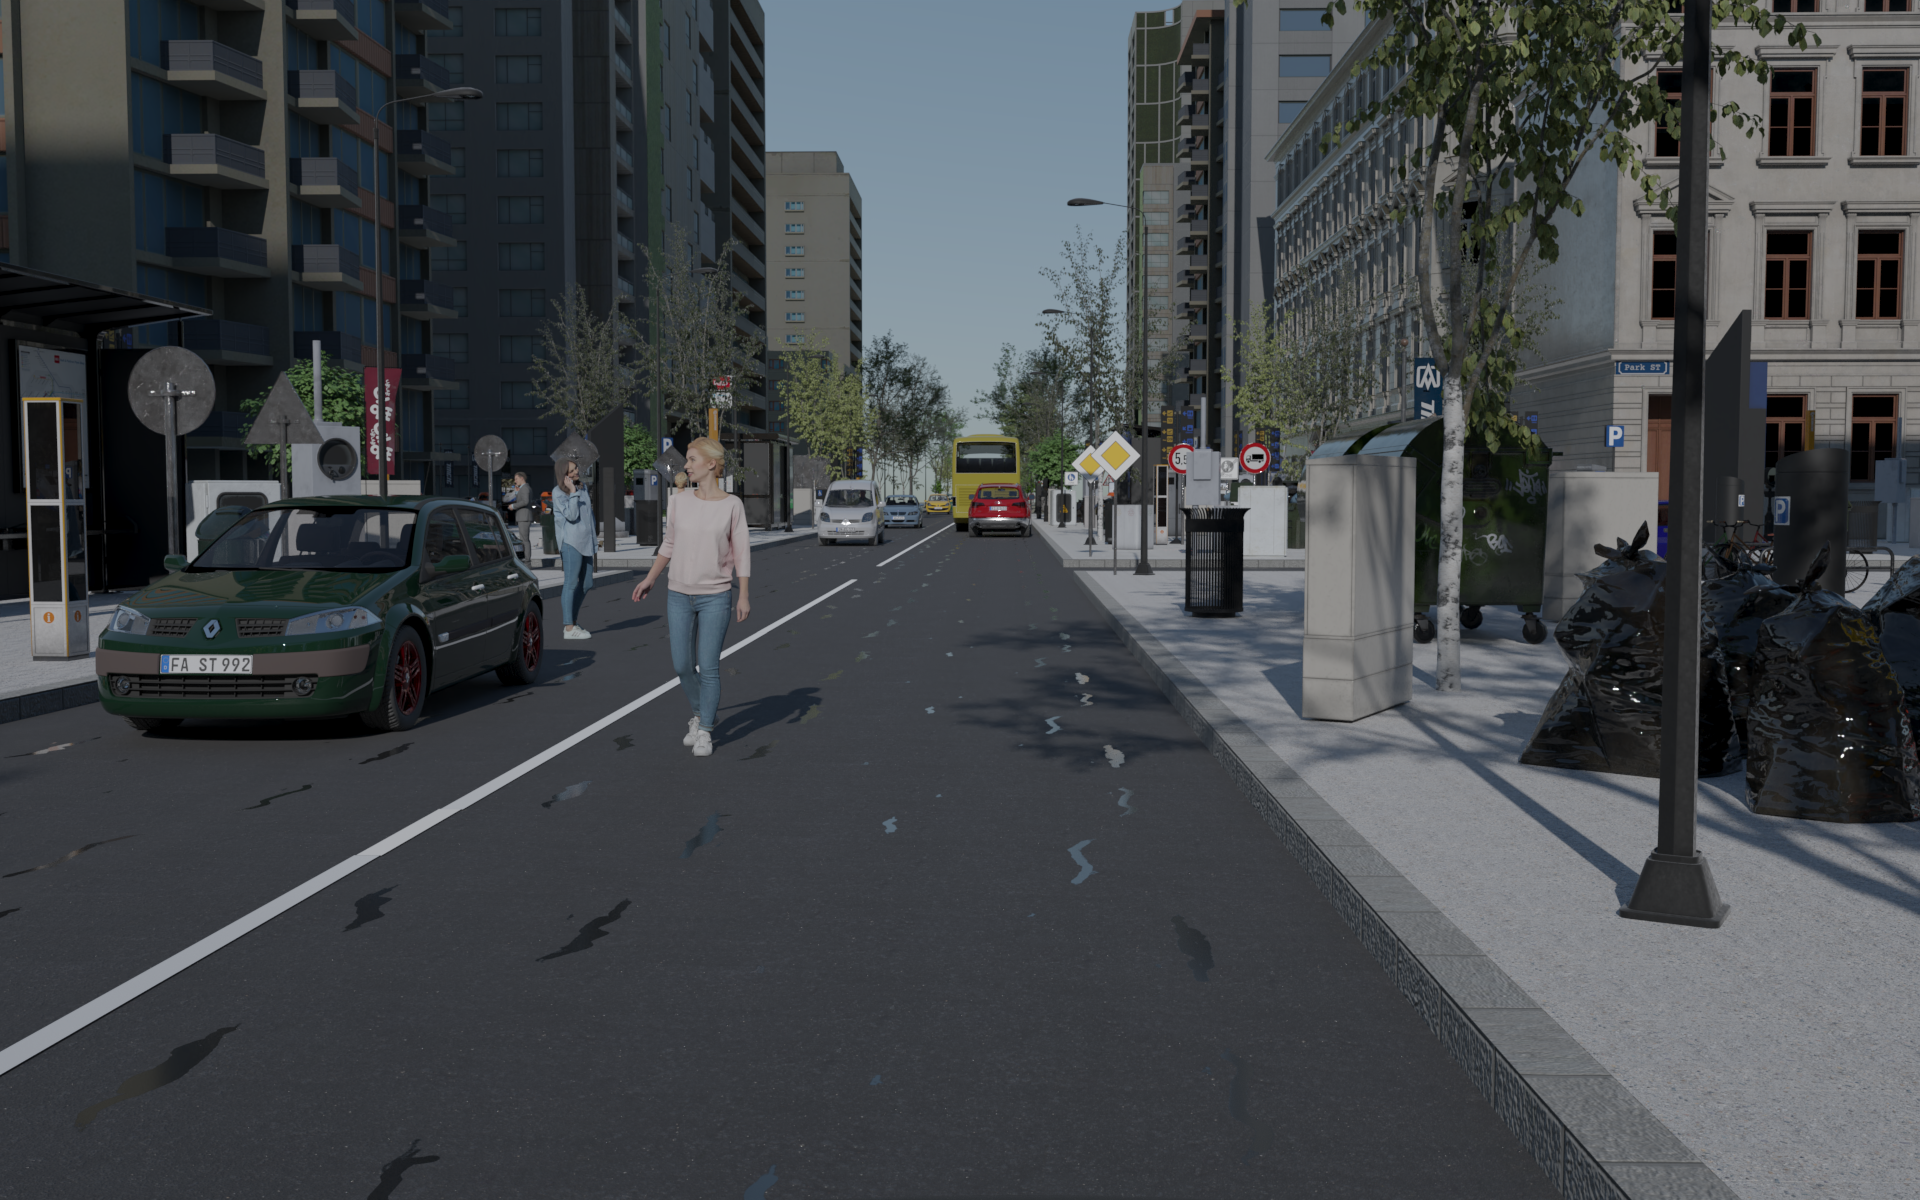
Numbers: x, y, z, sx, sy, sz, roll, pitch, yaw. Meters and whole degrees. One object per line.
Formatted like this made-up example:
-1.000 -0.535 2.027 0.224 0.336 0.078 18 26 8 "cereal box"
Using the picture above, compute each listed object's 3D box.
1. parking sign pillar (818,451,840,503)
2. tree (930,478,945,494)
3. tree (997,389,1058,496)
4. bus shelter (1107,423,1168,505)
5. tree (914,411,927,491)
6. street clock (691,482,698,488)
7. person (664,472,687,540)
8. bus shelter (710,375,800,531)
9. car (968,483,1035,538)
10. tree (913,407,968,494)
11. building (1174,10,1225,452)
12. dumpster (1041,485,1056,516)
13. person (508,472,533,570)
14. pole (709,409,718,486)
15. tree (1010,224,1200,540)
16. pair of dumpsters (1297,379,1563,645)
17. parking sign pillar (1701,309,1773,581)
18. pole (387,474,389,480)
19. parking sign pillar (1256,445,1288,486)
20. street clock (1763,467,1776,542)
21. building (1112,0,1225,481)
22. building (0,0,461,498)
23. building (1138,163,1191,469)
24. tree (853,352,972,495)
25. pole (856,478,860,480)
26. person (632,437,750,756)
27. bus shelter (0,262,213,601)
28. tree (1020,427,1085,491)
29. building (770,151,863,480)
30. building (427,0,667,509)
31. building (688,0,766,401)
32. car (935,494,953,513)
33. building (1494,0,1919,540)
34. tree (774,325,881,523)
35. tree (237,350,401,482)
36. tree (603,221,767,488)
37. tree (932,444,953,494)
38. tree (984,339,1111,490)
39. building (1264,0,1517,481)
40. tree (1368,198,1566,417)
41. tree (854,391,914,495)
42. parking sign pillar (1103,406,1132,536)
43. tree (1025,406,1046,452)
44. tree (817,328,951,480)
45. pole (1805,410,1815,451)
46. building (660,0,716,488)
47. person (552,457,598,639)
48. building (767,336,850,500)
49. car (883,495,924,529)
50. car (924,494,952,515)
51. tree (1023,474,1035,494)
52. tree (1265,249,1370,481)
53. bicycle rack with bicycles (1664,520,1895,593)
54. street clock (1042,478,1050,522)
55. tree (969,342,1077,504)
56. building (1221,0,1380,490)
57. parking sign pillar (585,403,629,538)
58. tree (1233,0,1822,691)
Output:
-8.241 -7.375 109.055 1.447 3.967 1.447 -2 4 -34 "parking sign pillar"
-2.288 -11.831 188.037 1.663 3.219 1.824 0 3 0 "tree"
7.121 -15.857 177.395 7.486 12.596 7.792 0 3 0 "tree"
6.167 -4.213 60.169 1.731 3.624 6.357 0 4 1 "bus shelter"
-4.158 -10.801 126.962 4.360 8.622 3.978 0 3 0 "tree"
-12.778 -4.860 84.027 0.471 2.002 0.358 -1 4 -17 "street clock"
-3.735 -0.931 24.395 0.598 1.740 0.731 3 5 42 "person"
-7.246 -5.094 60.911 2.179 5.291 8.768 0 4 2 "bus shelter"
1.391 -3.060 58.708 2.281 1.827 5.304 0 4 3 "car"
-2.557 -16.943 202.766 9.928 11.665 9.643 0 3 0 "tree"
31.182 -30.726 157.001 22.147 44.769 28.867 0 4 1 "building"
5.028 -5.641 97.984 1.264 1.857 1.865 0 4 1 "dumpster"
-8.311 -1.497 32.778 0.447 1.846 0.655 -1 4 -12 "person"
-5.885 -2.910 41.416 0.158 3.312 0.155 0 3 0 "pole"
4.106 -5.955 47.722 4.360 8.622 3.978 0 3 0 "tree"
4.418 -0.872 16.755 1.574 2.255 4.437 0 4 1 "pair of dumpsters"
11.553 -2.297 26.032 1.447 3.967 1.447 0 4 -5 "parking sign pillar"
-11.950 -2.579 36.007 0.158 3.312 0.155 0 3 0 "pole"
17.625 -6.787 99.437 1.447 3.967 1.447 -2 4 -30 "parking sign pillar"
21.887 -2.584 46.816 0.471 2.002 0.358 -2 4 -24 "street clock"
33.432 -50.067 256.853 20.563 71.187 20.611 0 4 1 "building"
-32.498 -25.131 65.523 22.147 44.769 28.867 0 4 1 "building"
29.275 -32.589 216.432 14.154 41.232 14.086 0 4 1 "building"
-4.149 -14.594 148.977 12.009 13.543 11.850 0 3 0 "tree"
-6.355 -6.985 108.042 0.158 3.312 0.155 0 3 0 "pole"
-1.477 -0.030 9.664 0.731 1.740 0.598 0 4 7 "person"
-10.507 -1.709 19.227 1.731 3.624 6.357 0 4 2 "bus shelter"
4.872 -6.159 84.417 4.285 4.588 4.351 0 3 0 "tree"
-25.475 -38.182 247.972 21.300 48.544 21.600 0 4 1 "building"
-25.606 -25.547 101.296 14.154 41.232 14.086 0 4 1 "building"
-28.714 -32.122 148.890 21.300 48.544 21.600 0 4 1 "building"
-0.962 -7.540 135.079 2.131 1.459 4.920 0 4 2 "car"
28.329 -13.265 53.033 21.152 22.565 11.583 0 4 1 "building"
-6.261 -7.657 75.550 4.737 8.622 4.395 0 3 0 "tree"
-14.123 -3.357 38.601 4.285 4.588 4.351 0 3 0 "tree"
-7.020 -5.886 46.593 4.360 8.622 3.978 0 3 0 "tree"
-2.113 -18.381 250.897 4.737 8.622 4.395 0 3 0 "tree"
5.852 -10.381 104.147 7.601 10.594 8.767 3 5 40 "tree"
27.157 -19.041 87.735 17.030 29.872 44.131 0 4 1 "building"
12.786 -5.631 42.429 4.360 8.622 3.978 0 3 0 "tree"
-5.314 -10.101 115.521 4.360 8.622 3.978 0 3 0 "tree"
5.044 -3.994 53.767 1.447 3.967 1.447 1 4 9 "parking sign pillar"
6.808 -11.382 136.463 4.737 8.622 4.395 0 3 0 "tree"
-4.832 -9.982 97.621 7.601 10.594 8.767 2 4 34 "tree"
20.653 -2.954 42.147 0.158 3.312 0.155 0 3 0 "pole"
-32.771 -32.729 124.358 28.713 52.752 27.495 0 4 1 "building"
-3.835 -0.515 17.179 0.793 1.790 0.793 -1 4 -15 "person"
-29.247 -23.159 223.685 27.650 21.520 28.899 0 4 1 "building"
-2.501 -3.756 73.419 2.014 1.417 4.499 0 4 1 "car"
-1.520 -6.835 121.975 2.015 1.641 3.980 0 4 0 "car"
6.183 -9.809 154.973 1.663 3.219 1.824 0 3 0 "tree"
11.246 -6.281 53.054 4.360 8.622 3.978 0 3 0 "tree"
10.771 -0.588 23.002 2.925 0.926 2.852 0 4 -4 "bicycle rack with bicycles"
3.968 -4.600 79.785 0.358 2.002 0.471 1 4 17 "street clock"
8.058 -22.061 216.578 12.611 20.169 13.585 0 3 0 "tree"
30.145 -35.848 128.113 21.231 58.520 28.212 0 4 1 "building"
-10.499 -3.821 50.942 1.447 3.967 1.447 3 4 36 "parking sign pillar"
3.431 -3.711 11.041 4.737 8.622 4.395 0 3 0 "tree"
